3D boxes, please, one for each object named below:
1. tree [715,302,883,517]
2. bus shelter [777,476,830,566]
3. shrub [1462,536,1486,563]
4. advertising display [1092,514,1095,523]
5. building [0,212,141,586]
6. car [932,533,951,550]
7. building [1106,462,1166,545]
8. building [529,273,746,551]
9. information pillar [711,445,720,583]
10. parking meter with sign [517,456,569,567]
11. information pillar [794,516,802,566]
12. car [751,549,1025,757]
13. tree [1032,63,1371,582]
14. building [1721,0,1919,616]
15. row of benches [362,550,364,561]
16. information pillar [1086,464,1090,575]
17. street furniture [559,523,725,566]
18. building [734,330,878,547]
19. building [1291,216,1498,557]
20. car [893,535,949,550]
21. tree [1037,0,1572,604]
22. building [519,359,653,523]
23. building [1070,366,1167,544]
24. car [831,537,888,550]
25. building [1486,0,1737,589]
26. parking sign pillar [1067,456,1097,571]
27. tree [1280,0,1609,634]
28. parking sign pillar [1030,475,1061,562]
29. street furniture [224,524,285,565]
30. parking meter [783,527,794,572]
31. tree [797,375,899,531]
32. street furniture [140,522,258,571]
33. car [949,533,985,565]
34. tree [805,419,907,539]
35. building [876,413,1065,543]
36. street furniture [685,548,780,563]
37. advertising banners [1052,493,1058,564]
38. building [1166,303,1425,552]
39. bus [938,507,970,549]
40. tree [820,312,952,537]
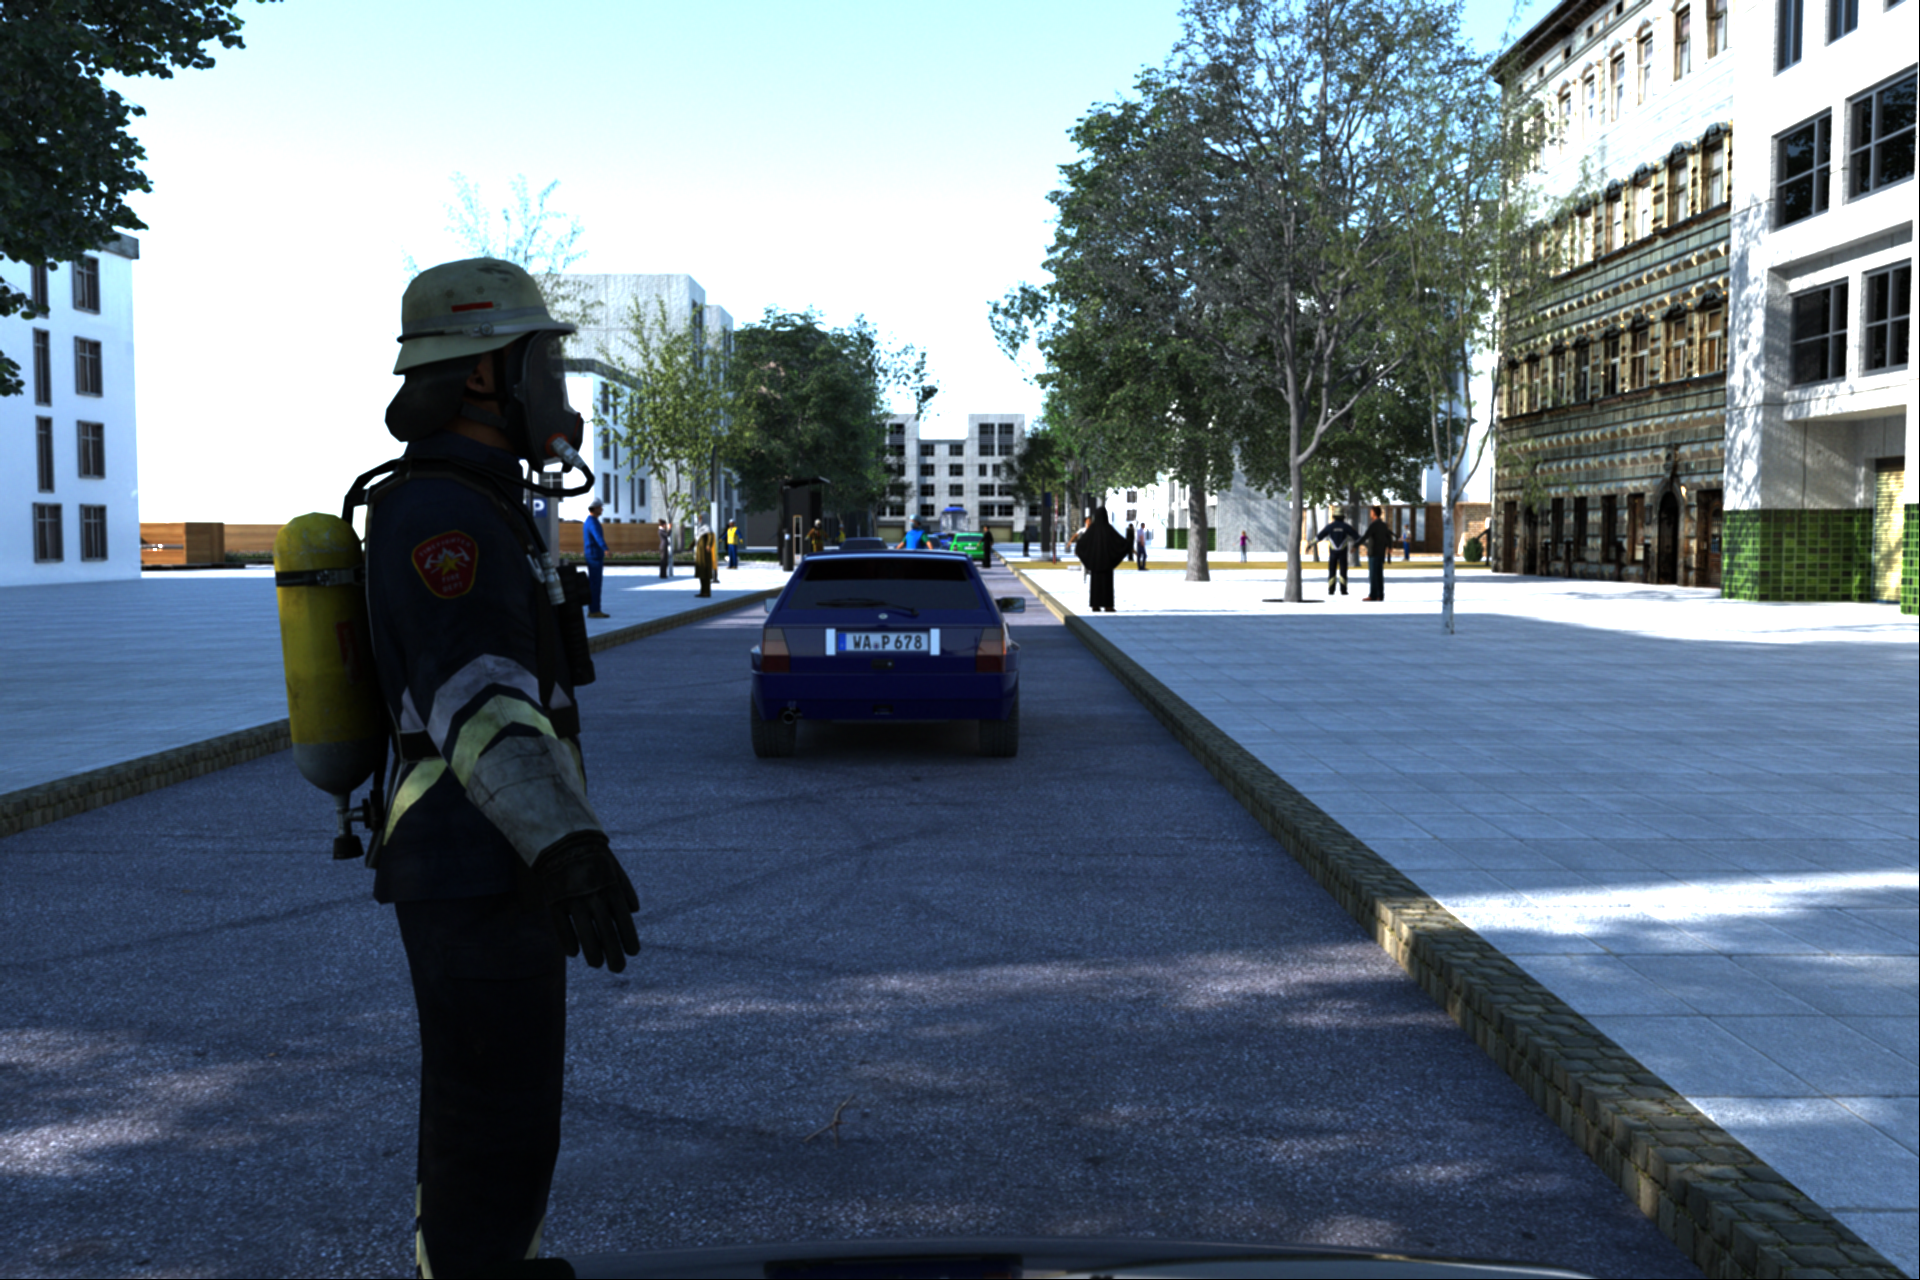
[{"bbox_3d":[-8.831,-11.452,93.892,9.857,13.997,8.962,0,3,0],"label":"tree"},{"bbox_3d":[-6.602,-5.034,73.583,1.731,3.624,6.357,0,4,0],"label":"bus shelter"},{"bbox_3d":[23.027,-4.070,77.656,1.383,1.207,1.383,0,3,0],"label":"shrub"},{"bbox_3d":[4.398,-3.145,56.631,0.123,1.923,0.974,0,4,0],"label":"advertising display"},{"bbox_3d":[-24.274,-5.705,35.420,9.099,9.664,28.070,0,4,1],"label":"building"},{"bbox_3d":[-1.720,-8.220,143.981,1.945,1.707,3.694,0,4,0],"label":"car"},{"bbox_3d":[23.126,-16.381,209.974,9.099,9.664,28.070,0,4,1],"label":"building"},{"bbox_3d":[-26.800,-16.330,133.449,16.747,18.905,31.486,0,4,0],"label":"building"},{"bbox_3d":[-6.416,-3.296,45.242,0.183,3.616,0.504,0,4,1],"label":"information pillar"},{"bbox_3d":[-6.924,-1.992,28.823,0.543,3.016,1.738,0,4,0],"label":"parking meter with sign"},{"bbox_3d":[-6.523,-3.994,69.793,0.304,2.012,0.304,0,4,1],"label":"information pillar"},{"bbox_3d":[-0.483,0.007,12.468,1.945,1.354,3.894,0,4,0],"label":"car"},{"bbox_3d":[6.382,-8.558,46.574,9.857,13.997,8.962,0,3,0],"label":"tree"},{"bbox_3d":[23.265,-9.271,18.045,16.747,18.905,31.486,0,4,1],"label":"building"},{"bbox_3d":[-22.978,-3.279,69.070,1.422,0.672,4.104,2,4,23],"label":"row of benches"},{"bbox_3d":[4.055,-3.895,55.042,0.183,3.616,0.504,0,3,0],"label":"information pillar"},{"bbox_3d":[-13.053,-3.909,70.774,11.010,1.723,9.812,0,4,-2],"label":"street furniture"},{"bbox_3d":[-24.122,-21.168,190.068,27.936,21.610,32.646,0,4,1],"label":"building"},{"bbox_3d":[26.365,-15.502,109.878,16.016,20.090,11.380,0,4,0],"label":"building"},{"bbox_3d":[-1.410,-3.118,62.975,2.014,1.417,4.499,0,4,1],"label":"car"},{"bbox_3d":[6.407,-7.446,32.120,12.009,13.543,11.850,0,3,0],"label":"tree"},{"bbox_3d":[-21.726,-9.481,97.160,9.099,9.664,28.070,0,4,1],"label":"building"},{"bbox_3d":[24.676,-24.572,232.672,19.493,23.208,18.063,0,4,0],"label":"building"},{"bbox_3d":[-3.028,-2.553,54.322,1.945,1.354,3.894,0,4,0],"label":"car"},{"bbox_3d":[26.789,-13.245,47.486,19.493,23.208,18.063,0,4,0],"label":"building"},{"bbox_3d":[4.458,-4.384,60.144,1.447,3.967,1.447,0,4,0],"label":"parking sign pillar"},{"bbox_3d":[6.376,-4.392,22.179,4.360,8.622,3.978,0,3,0],"label":"tree"},{"bbox_3d":[3.970,-5.612,80.234,1.447,3.967,1.447,0,4,1],"label":"parking sign pillar"},{"bbox_3d":[-31.534,-4.170,75.037,9.812,1.723,11.010,0,4,-2],"label":"street furniture"},{"bbox_3d":[-5.880,-3.112,59.294,0.372,1.533,0.369,0,3,0],"label":"parking meter"},{"bbox_3d":[-7.830,-11.530,114.273,9.928,11.665,9.643,0,3,0],"label":"tree"},{"bbox_3d":[-30.678,-3.500,64.072,11.010,1.723,9.812,1,4,20],"label":"street furniture"},{"bbox_3d":[0.416,-4.261,78.469,1.959,1.807,4.718,0,4,-1],"label":"car"},{"bbox_3d":[-8.371,-11.821,127.692,8.767,10.594,7.601,-2,4,-28],"label":"tree"},{"bbox_3d":[1.131,-23.861,259.047,31.486,18.905,16.747,0,4,1],"label":"building"},{"bbox_3d":[-9.750,-3.949,80.191,10.072,0.657,5.734,0,4,-5],"label":"street furniture"},{"bbox_3d":[4.049,-4.754,73.908,0.090,3.025,2.074,0,4,-1],"label":"advertising banners"},{"bbox_3d":[26.376,-16.489,136.052,16.747,18.905,31.486,0,4,0],"label":"building"},{"bbox_3d":[-0.446,-10.417,161.860,2.896,3.916,12.251,0,4,1],"label":"bus"},{"bbox_3d":[-7.055,-17.749,146.089,12.611,20.169,13.585,0,3,0],"label":"tree"}]
